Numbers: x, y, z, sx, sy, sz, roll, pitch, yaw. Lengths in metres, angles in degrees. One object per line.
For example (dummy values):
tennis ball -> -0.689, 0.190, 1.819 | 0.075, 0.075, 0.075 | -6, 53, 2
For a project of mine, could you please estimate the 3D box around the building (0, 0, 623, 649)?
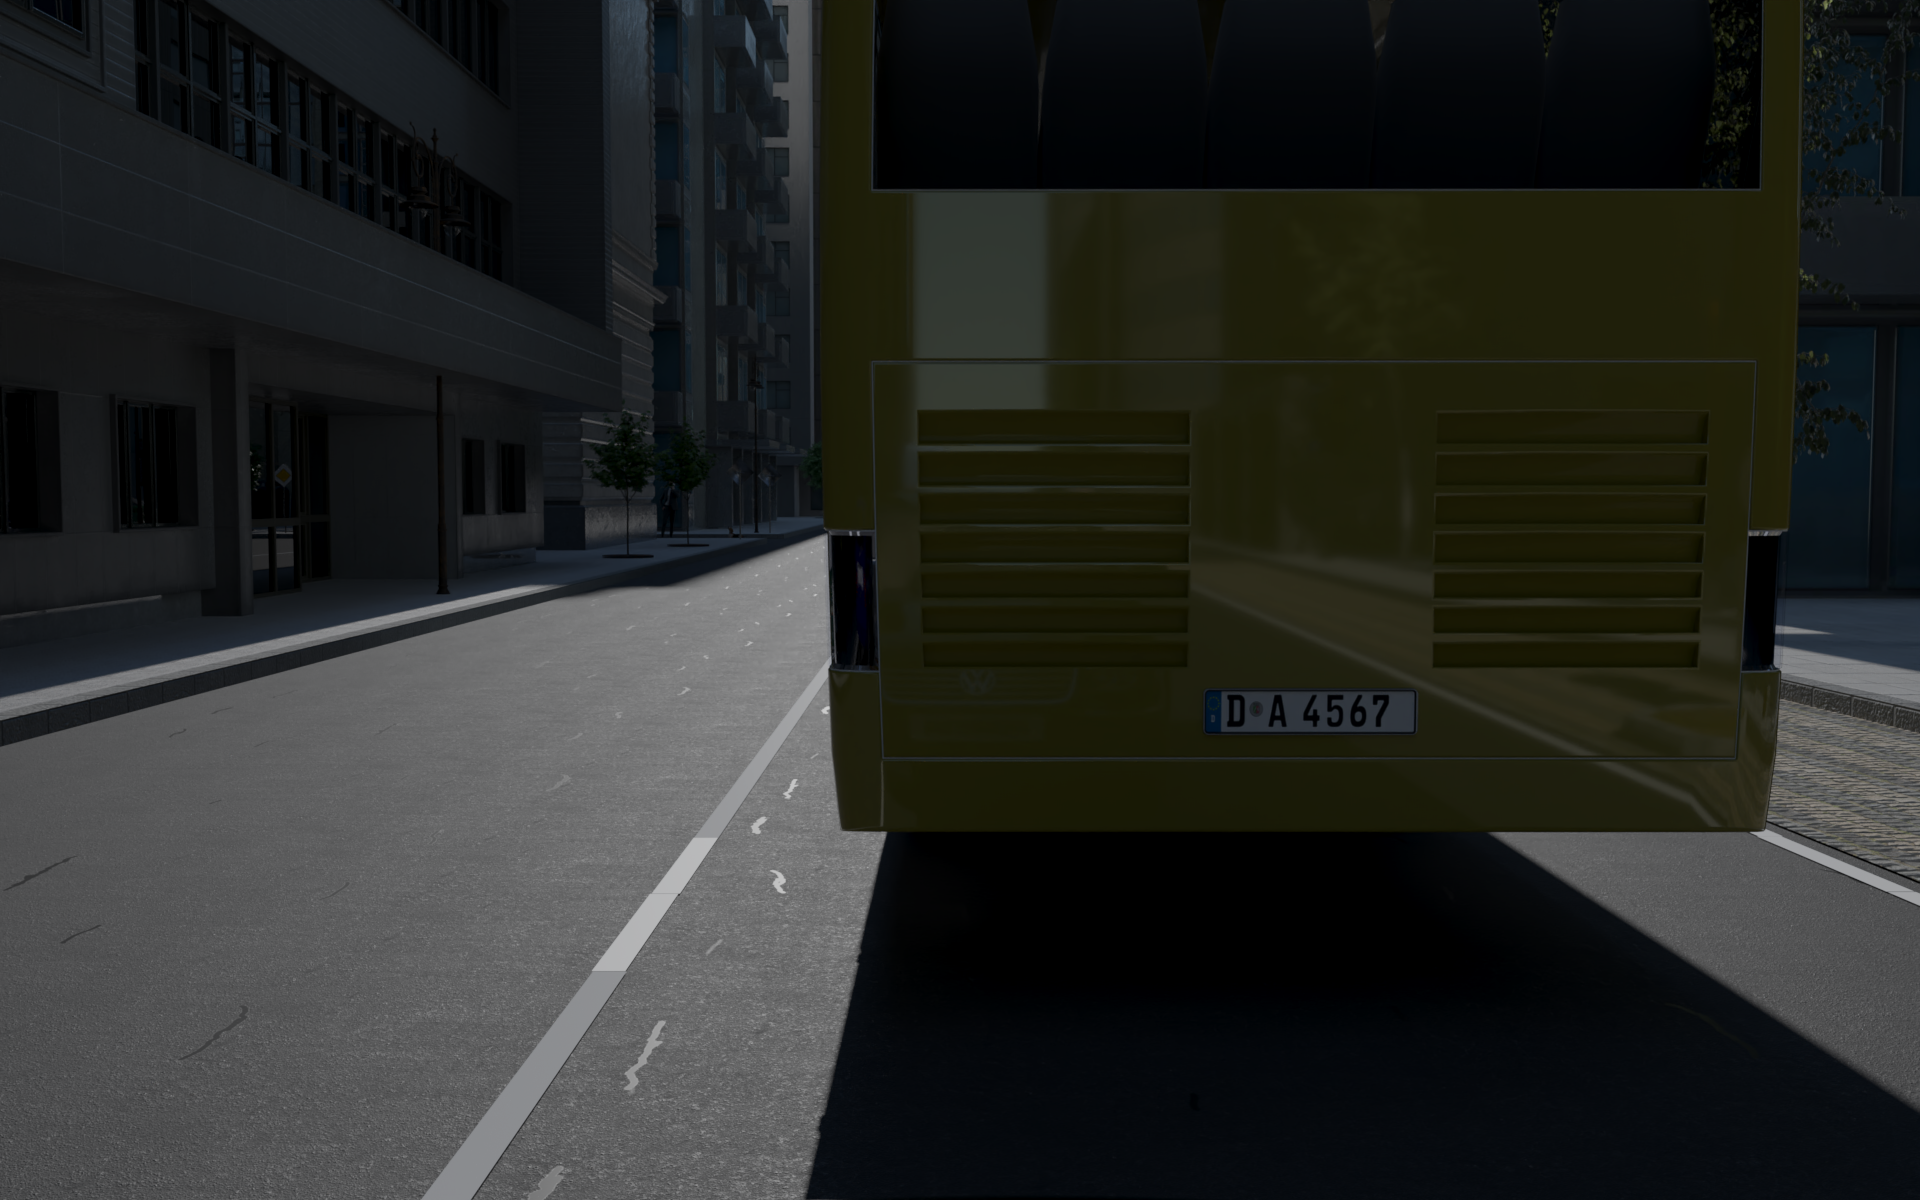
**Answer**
building -> -13.276, -12.111, 17.084 | 14.314, 24.678, 30.058 | 0, 4, 0

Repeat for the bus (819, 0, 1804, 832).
bus -> 0.915, -1.158, 10.485 | 2.896, 3.916, 12.252 | 0, 4, 0

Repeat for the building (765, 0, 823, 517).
building -> -12.373, -25.516, 100.779 | 14.154, 41.232, 14.086 | 0, 4, 0

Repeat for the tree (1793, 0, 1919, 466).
tree -> 6.884, -3.994, 15.660 | 4.360, 8.622, 3.978 | 0, 3, 0

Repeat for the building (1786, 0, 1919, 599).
building -> 17.771, -25.264, 32.672 | 23.786, 49.044, 30.456 | 0, 4, 0

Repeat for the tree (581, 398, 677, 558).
tree -> -6.762, -2.472, 35.014 | 1.663, 3.219, 1.824 | 0, 3, 0

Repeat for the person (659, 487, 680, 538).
person -> -8.978, -2.798, 53.614 | 0.648, 1.900, 0.474 | -1, 4, -15

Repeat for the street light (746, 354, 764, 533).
street light -> -6.734, -5.159, 57.130 | 0.468, 5.910, 1.993 | 0, 4, 0

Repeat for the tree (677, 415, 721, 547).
tree -> -6.802, -2.922, 42.374 | 1.663, 3.219, 1.824 | 0, 3, 0

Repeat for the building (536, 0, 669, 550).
building -> -17.790, -13.125, 43.475 | 19.941, 23.489, 11.050 | 0, 4, 0

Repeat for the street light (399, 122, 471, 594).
street light -> -6.628, -3.012, 22.033 | 0.468, 5.910, 1.993 | 0, 4, 0

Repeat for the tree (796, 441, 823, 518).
tree -> -7.113, -6.651, 92.460 | 4.285, 4.588, 4.351 | 0, 3, 0

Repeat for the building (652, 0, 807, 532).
building -> -18.910, -27.565, 70.298 | 23.786, 49.044, 30.456 | 0, 4, 0

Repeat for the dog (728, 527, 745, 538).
dog -> -7.073, -2.115, 54.771 | 0.748, 0.427, 0.550 | 1, 4, 15

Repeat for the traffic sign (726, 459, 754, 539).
traffic sign -> -6.208, -2.769, 48.909 | 0.795, 2.450, 0.064 | 0, 4, 0

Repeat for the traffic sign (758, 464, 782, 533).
traffic sign -> -6.243, -3.257, 56.894 | 0.795, 2.450, 0.064 | 0, 4, 0
